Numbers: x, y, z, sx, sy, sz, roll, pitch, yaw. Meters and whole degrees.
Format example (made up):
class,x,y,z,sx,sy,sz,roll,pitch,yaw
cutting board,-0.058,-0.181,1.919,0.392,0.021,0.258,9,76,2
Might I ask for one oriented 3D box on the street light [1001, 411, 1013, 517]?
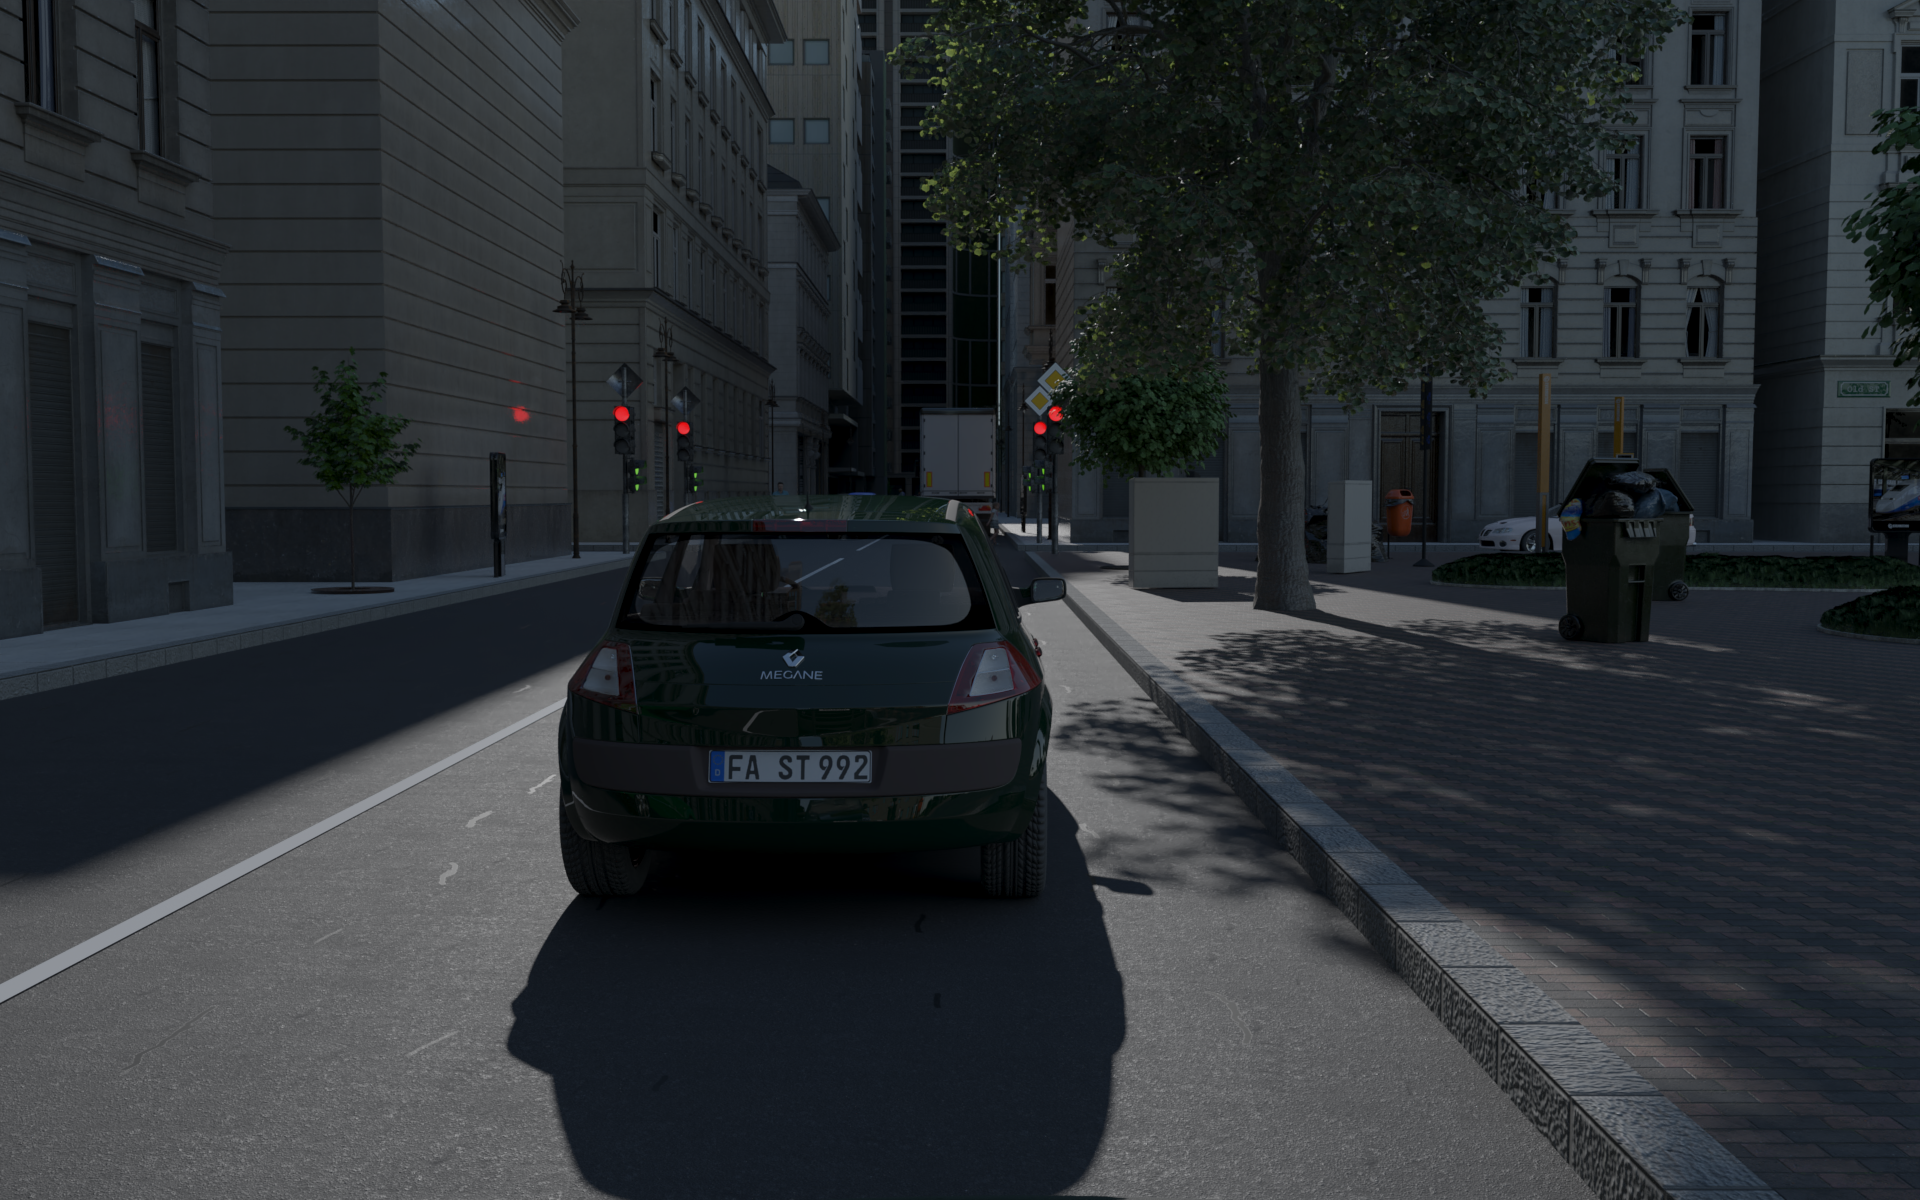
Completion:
class,x,y,z,sx,sy,sz,roll,pitch,yaw
street light,2.679,-7.536,96.000,0.468,5.910,1.993,0,4,0

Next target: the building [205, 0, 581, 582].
class,x,y,z,sx,sy,sz,roll,pitch,yaw
building,-20.341,-14.245,30.164,25.104,27.353,12.463,0,4,0

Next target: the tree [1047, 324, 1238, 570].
class,x,y,z,sx,sy,sz,roll,pitch,yaw
tree,3.127,-2.818,29.786,4.285,4.588,4.351,0,3,0

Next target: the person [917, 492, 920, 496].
class,x,y,z,sx,sy,sz,roll,pitch,yaw
person,-4.696,-11.457,196.735,0.541,1.710,0.530,-2,4,-34

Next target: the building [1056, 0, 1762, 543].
class,x,y,z,sx,sy,sz,roll,pitch,yaw
building,11.822,-12.244,49.344,18.267,20.994,9.793,0,4,0

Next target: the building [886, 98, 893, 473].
class,x,y,z,sx,sy,sz,roll,pitch,yaw
building,-22.654,-34.527,184.131,30.456,49.044,23.786,0,4,0

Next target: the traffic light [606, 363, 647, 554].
class,x,y,z,sx,sy,sz,roll,pitch,yaw
traffic light,-7.144,-2.943,37.041,0.839,4.253,0.868,0,4,0

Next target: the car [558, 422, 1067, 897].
class,x,y,z,sx,sy,sz,roll,pitch,yaw
car,-0.515,0.136,7.560,2.009,1.686,4.222,0,4,1

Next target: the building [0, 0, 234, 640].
class,x,y,z,sx,sy,sz,roll,pitch,yaw
building,-13.125,-9.869,10.513,9.793,20.994,18.267,0,4,0

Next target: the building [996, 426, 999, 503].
class,x,y,z,sx,sy,sz,roll,pitch,yaw
building,14.732,-51.506,154.798,22.319,86.520,31.000,0,4,0

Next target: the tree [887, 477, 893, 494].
class,x,y,z,sx,sy,sz,roll,pitch,yaw
tree,-7.004,-10.503,166.319,1.663,3.219,1.824,0,3,0

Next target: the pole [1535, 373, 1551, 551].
class,x,y,z,sx,sy,sz,roll,pitch,yaw
pole,9.900,-2.175,29.405,0.158,3.312,0.155,0,3,0

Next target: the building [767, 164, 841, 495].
class,x,y,z,sx,sy,sz,roll,pitch,yaw
building,-13.226,-14.932,95.055,10.553,20.767,40.483,0,4,0

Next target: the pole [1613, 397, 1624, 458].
class,x,y,z,sx,sy,sz,roll,pitch,yaw
pole,13.798,-2.599,36.336,0.158,3.312,0.155,0,3,0

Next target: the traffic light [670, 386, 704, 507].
class,x,y,z,sx,sy,sz,roll,pitch,yaw
traffic light,-7.112,-3.432,45.026,0.839,4.253,0.868,0,4,0

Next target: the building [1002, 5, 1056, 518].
class,x,y,z,sx,sy,sz,roll,pitch,yaw
building,8.439,-20.024,104.878,11.434,29.767,29.804,0,4,0

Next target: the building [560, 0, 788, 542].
class,x,y,z,sx,sy,sz,roll,pitch,yaw
building,-15.464,-13.837,59.515,16.112,22.955,30.059,0,4,0

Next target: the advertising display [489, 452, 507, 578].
class,x,y,z,sx,sy,sz,roll,pitch,yaw
advertising display,-7.176,-1.329,26.946,0.123,1.923,0.974,0,4,-7

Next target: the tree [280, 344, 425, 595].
class,x,y,z,sx,sy,sz,roll,pitch,yaw
tree,-7.860,-1.700,22.400,1.663,3.219,1.824,0,3,0

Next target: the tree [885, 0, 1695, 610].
class,x,y,z,sx,sy,sz,roll,pitch,yaw
tree,3.615,-6.865,18.897,9.857,13.997,8.962,0,3,0

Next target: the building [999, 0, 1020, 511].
class,x,y,z,sx,sy,sz,roll,pitch,yaw
building,10.052,-27.529,133.699,14.154,41.232,14.086,0,4,0

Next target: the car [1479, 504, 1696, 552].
class,x,y,z,sx,sy,sz,roll,pitch,yaw
car,14.506,-1.700,40.155,4.827,1.381,2.083,0,4,-1

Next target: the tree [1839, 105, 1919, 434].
class,x,y,z,sx,sy,sz,roll,pitch,yaw
tree,7.443,-1.677,11.135,4.285,4.588,4.351,0,3,0

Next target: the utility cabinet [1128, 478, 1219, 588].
class,x,y,z,sx,sy,sz,roll,pitch,yaw
utility cabinet,2.892,-0.906,23.484,1.173,1.500,0.318,0,4,-8

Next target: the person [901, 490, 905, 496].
class,x,y,z,sx,sy,sz,roll,pitch,yaw
person,-5.455,-9.354,161.306,0.599,1.838,0.709,3,4,36

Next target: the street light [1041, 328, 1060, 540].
class,x,y,z,sx,sy,sz,roll,pitch,yaw
street light,2.527,-4.628,48.449,0.468,5.910,1.993,0,4,0

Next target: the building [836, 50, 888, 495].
class,x,y,z,sx,sy,sz,roll,pitch,yaw
building,-13.898,-28.835,155.043,14.154,41.232,14.086,0,4,0

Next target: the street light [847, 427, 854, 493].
class,x,y,z,sx,sy,sz,roll,pitch,yaw
street light,-7.368,-8.818,116.963,0.468,5.910,1.993,0,4,0

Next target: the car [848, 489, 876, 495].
class,x,y,z,sx,sy,sz,roll,pitch,yaw
car,-4.189,-3.937,73.963,1.945,1.707,3.694,0,4,2

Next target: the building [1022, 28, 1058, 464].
class,x,y,z,sx,sy,sz,roll,pitch,yaw
building,9.902,-15.519,72.823,14.460,24.649,34.723,0,4,0

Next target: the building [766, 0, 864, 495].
class,x,y,z,sx,sy,sz,roll,pitch,yaw
building,-21.570,-33.269,133.184,28.713,52.752,27.495,0,4,0

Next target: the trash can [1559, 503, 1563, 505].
class,x,y,z,sx,sy,sz,roll,pitch,yaw
trash can,10.211,-1.027,28.443,0.748,1.137,0.748,0,3,0

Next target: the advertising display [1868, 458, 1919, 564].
class,x,y,z,sx,sy,sz,roll,pitch,yaw
advertising display,16.793,-1.578,31.019,0.974,1.923,0.123,0,4,4

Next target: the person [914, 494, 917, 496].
class,x,y,z,sx,sy,sz,roll,pitch,yaw
person,-4.967,-10.873,189.463,0.799,1.438,0.628,1,4,21

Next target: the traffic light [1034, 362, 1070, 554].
class,x,y,z,sx,sy,sz,roll,pitch,yaw
traffic light,2.017,-2.942,37.020,0.839,4.253,0.868,0,4,0

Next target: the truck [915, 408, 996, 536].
class,x,y,z,sx,sy,sz,roll,pitch,yaw
truck,-0.204,-4.475,62.084,2.839,4.237,11.283,0,4,-1

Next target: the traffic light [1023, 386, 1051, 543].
class,x,y,z,sx,sy,sz,roll,pitch,yaw
traffic light,2.050,-3.430,45.005,0.839,4.253,0.868,0,4,0

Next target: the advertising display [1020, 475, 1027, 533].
class,x,y,z,sx,sy,sz,roll,pitch,yaw
advertising display,2.112,-3.205,57.607,0.123,1.923,0.974,0,4,-4

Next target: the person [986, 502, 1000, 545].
class,x,y,z,sx,sy,sz,roll,pitch,yaw
person,0.939,-2.159,48.807,0.382,1.210,0.505,0,4,5

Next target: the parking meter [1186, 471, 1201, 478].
class,x,y,z,sx,sy,sz,roll,pitch,yaw
parking meter,5.975,-2.363,44.344,0.255,1.863,0.399,2,4,33

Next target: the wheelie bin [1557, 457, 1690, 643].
class,x,y,z,sx,sy,sz,roll,pitch,yaw
wheelie bin,5.711,-0.441,15.126,0.980,1.594,0.693,-2,4,-30

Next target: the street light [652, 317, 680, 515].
class,x,y,z,sx,sy,sz,roll,pitch,yaw
street light,-7.662,-4.434,45.277,0.468,5.910,1.993,0,4,0

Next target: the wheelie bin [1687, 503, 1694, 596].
class,x,y,z,sx,sy,sz,roll,pitch,yaw
wheelie bin,8.423,-0.799,20.973,0.693,1.594,0.980,0,4,-3

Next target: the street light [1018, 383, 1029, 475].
class,x,y,z,sx,sy,sz,roll,pitch,yaw
street light,2.636,-6.082,72.224,0.468,5.910,1.993,0,4,0

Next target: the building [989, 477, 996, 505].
class,x,y,z,sx,sy,sz,roll,pitch,yaw
building,19.270,-30.077,183.638,32.217,40.220,23.993,0,4,0

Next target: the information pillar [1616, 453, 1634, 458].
class,x,y,z,sx,sy,sz,roll,pitch,yaw
information pillar,11.983,-1.639,31.286,0.304,2.012,0.304,1,4,21

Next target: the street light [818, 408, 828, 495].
class,x,y,z,sx,sy,sz,roll,pitch,yaw
street light,-7.366,-7.364,93.188,0.468,5.910,1.993,0,4,0

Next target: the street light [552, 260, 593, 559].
class,x,y,z,sx,sy,sz,roll,pitch,yaw
street light,-7.651,-3.766,34.362,0.468,5.910,1.993,0,4,0

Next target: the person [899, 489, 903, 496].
class,x,y,z,sx,sy,sz,roll,pitch,yaw
person,-4.349,-7.184,126.040,0.705,1.814,1.350,-1,4,-20

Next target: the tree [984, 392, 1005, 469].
class,x,y,z,sx,sy,sz,roll,pitch,yaw
tree,3.653,-10.607,123.780,4.360,8.622,3.978,0,3,0

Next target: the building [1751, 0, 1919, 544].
class,x,y,z,sx,sy,sz,roll,pitch,yaw
building,43.774,-16.846,51.841,44.131,29.872,17.030,0,4,0

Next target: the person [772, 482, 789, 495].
class,x,y,z,sx,sy,sz,roll,pitch,yaw
person,-5.721,-2.876,55.544,0.660,1.820,0.620,-1,4,-21

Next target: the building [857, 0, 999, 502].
class,x,y,z,sx,sy,sz,roll,pitch,yaw
building,-5.477,-47.332,212.131,20.611,71.187,20.563,0,4,0

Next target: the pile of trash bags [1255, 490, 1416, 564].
class,x,y,z,sx,sy,sz,roll,pitch,yaw
pile of trash bags,7.443,-1.439,33.277,3.447,1.369,1.912,-2,4,-34

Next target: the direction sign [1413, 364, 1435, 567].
class,x,y,z,sx,sy,sz,roll,pitch,yaw
direction sign,8.219,-2.361,30.592,0.379,3.537,0.876,0,4,4

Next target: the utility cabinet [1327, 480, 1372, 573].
class,x,y,z,sx,sy,sz,roll,pitch,yaw
utility cabinet,6.322,-1.191,28.151,0.318,1.500,1.173,2,4,34

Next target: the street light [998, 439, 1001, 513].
class,x,y,z,sx,sy,sz,roll,pitch,yaw
street light,2.849,-8.991,119.795,0.468,5.910,1.993,0,4,0

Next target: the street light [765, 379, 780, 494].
class,x,y,z,sx,sy,sz,roll,pitch,yaw
street light,-7.511,-5.910,69.413,0.468,5.910,1.993,0,4,0
